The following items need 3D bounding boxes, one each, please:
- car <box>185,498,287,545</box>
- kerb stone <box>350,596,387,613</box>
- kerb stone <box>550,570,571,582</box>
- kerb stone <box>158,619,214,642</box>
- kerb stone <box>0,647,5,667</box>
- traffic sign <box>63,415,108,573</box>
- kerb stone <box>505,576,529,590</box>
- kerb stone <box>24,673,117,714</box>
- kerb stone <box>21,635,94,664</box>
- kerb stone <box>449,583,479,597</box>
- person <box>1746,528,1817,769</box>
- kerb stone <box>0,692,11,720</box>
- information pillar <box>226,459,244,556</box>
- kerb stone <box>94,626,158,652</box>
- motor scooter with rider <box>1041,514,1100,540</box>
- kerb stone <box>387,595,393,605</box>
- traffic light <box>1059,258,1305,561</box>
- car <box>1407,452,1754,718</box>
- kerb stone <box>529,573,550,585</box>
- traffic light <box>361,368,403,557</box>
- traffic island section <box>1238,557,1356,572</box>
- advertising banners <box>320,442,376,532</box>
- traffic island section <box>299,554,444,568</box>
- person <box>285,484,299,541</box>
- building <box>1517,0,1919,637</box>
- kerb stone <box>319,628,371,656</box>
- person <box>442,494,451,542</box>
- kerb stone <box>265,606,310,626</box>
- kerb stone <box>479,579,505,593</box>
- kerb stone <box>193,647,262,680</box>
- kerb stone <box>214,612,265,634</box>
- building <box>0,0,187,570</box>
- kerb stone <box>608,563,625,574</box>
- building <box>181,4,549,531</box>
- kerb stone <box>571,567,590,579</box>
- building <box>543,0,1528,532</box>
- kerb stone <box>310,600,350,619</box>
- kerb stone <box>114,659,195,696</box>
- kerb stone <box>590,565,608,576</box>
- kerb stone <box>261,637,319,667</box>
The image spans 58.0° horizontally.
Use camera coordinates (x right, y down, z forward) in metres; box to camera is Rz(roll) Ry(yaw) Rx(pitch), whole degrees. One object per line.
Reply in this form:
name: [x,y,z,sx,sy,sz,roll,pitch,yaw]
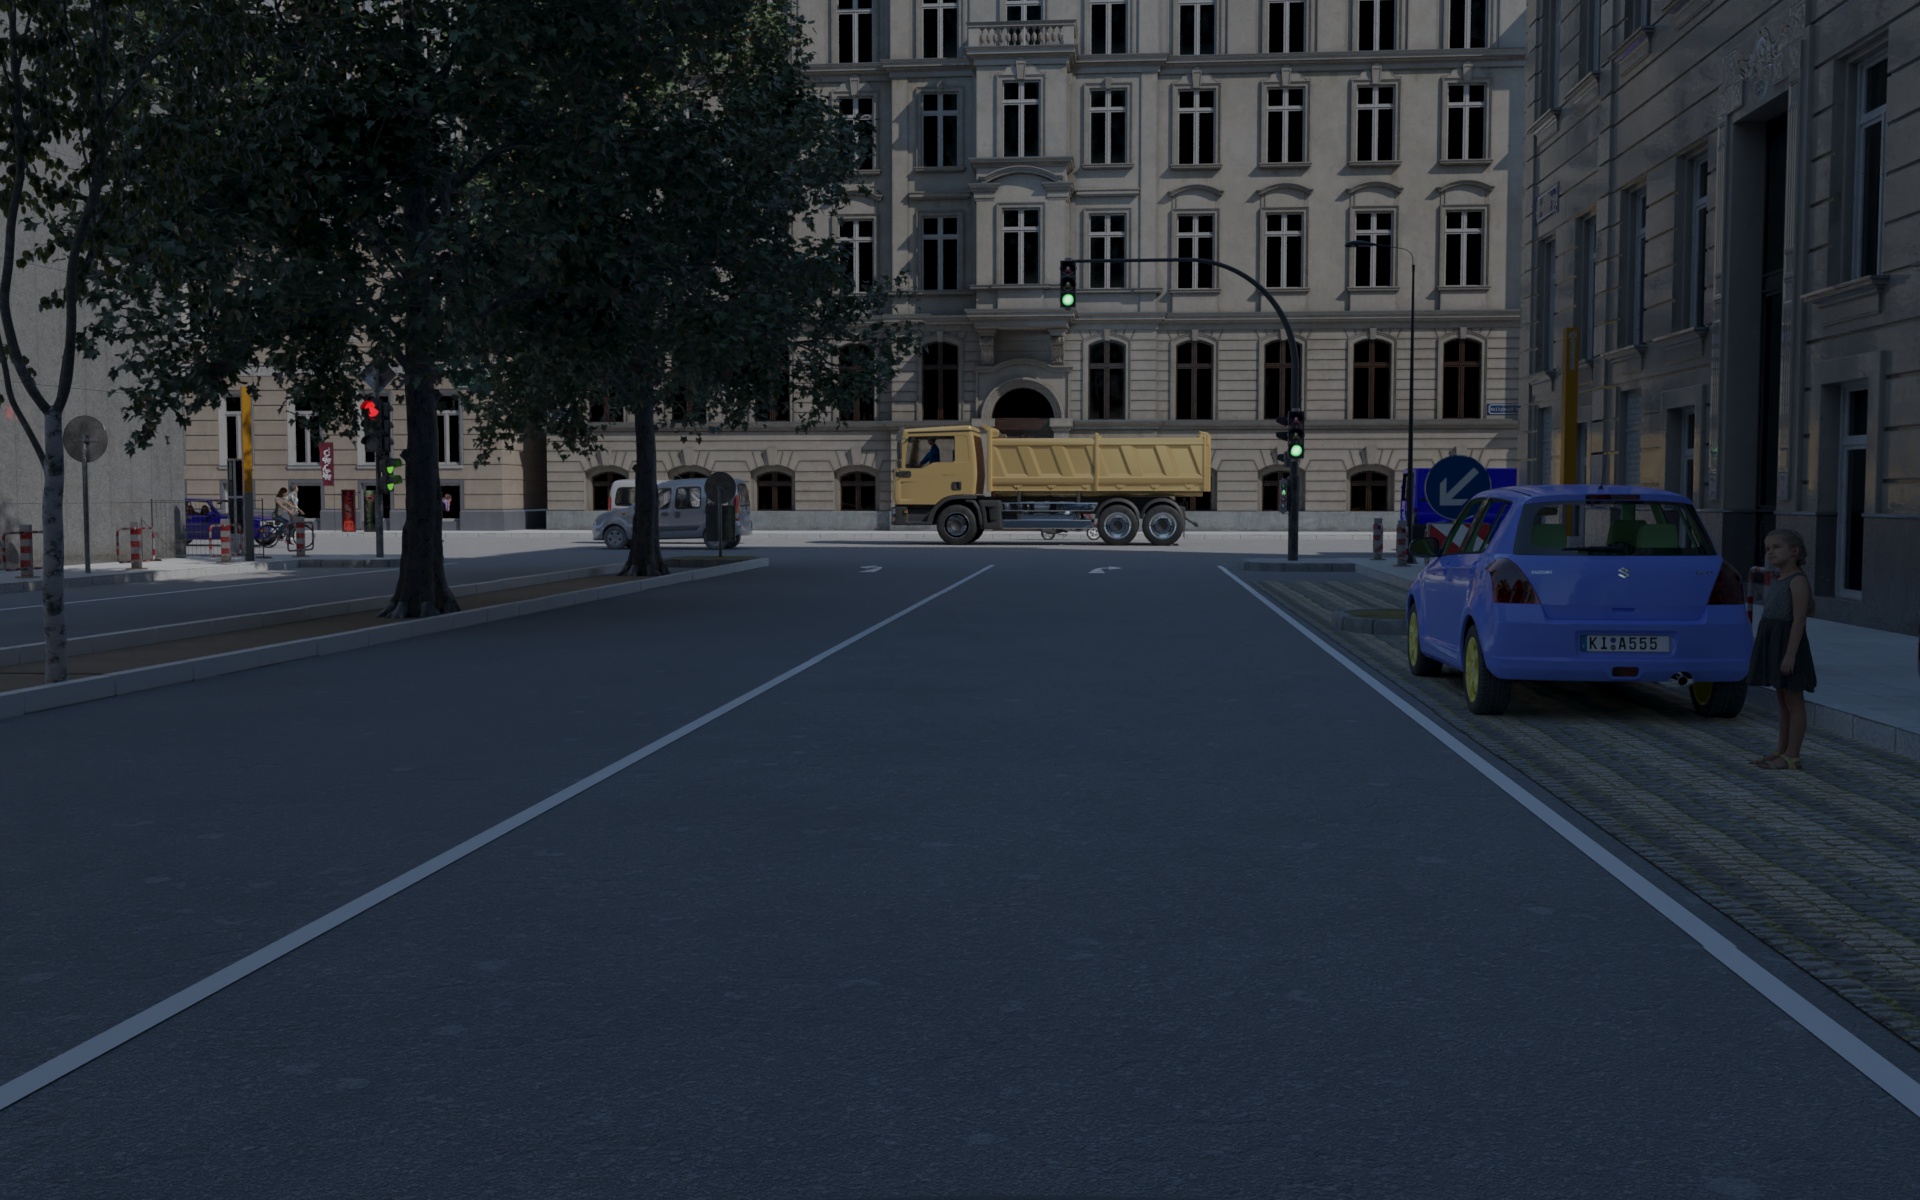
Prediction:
car: [-20.772,-2.167,48.017,3.894,1.354,1.945,0,4,7]
kerb stone: [-7.301,0.063,21.159,0.120,0.150,1.000,0,4,5]
kerb stone: [-6.625,-0.372,28.318,0.120,0.150,1.000,0,4,5]
kerb stone: [-7.698,0.313,17.073,0.120,0.150,1.000,0,4,5]
kerb stone: [-7.986,0.501,14.002,0.120,0.150,1.000,0,4,5]
traffic sign: [-14.148,-1.707,28.020,0.768,2.556,0.104,0,4,6]
kerb stone: [-6.815,-0.250,26.278,0.120,0.150,1.000,0,4,5]
kerb stone: [-6.092,0.640,11.763,0.120,0.150,1.000,0,4,5]
kerb stone: [-7.885,0.439,15.022,0.120,0.150,1.000,0,4,5]
kerb stone: [-7.013,-0.122,24.231,0.120,0.150,1.000,0,4,5]
person: [4.258,0.256,8.986,0.373,1.253,0.362,0,4,6]
kerb stone: [-6.180,0.701,10.742,0.120,0.150,1.000,0,4,5]
information pillar: [-15.029,-1.931,36.065,0.304,2.012,0.304,3,5,40]
kerb stone: [-7.787,0.376,16.042,0.120,0.150,1.000,0,4,5]
motor scooter with rider: [3.396,-2.740,53.770,1.986,1.779,0.876,0,4,4]
kerb stone: [-7.216,0.010,22.186,0.120,0.150,1.000,0,4,5]
traffic light: [4.301,-3.589,33.343,4.771,5.953,1.251,0,4,5]
car: [4.267,-0.172,12.408,1.945,1.707,3.694,0,4,6]
kerb stone: [-6.727,-0.309,27.299,0.120,0.150,1.000,0,4,5]
traffic light: [-11.739,-2.818,34.989,0.839,4.253,0.868,0,4,5]
traffic island section: [6.431,-0.680,33.397,2.009,0.180,2.903,0,4,5]
advertising banners: [-20.552,-3.796,58.251,2.074,3.025,0.090,0,4,5]
traffic island section: [-11.778,-0.786,35.127,2.009,0.180,2.903,0,4,5]
person: [-20.630,-2.708,53.503,0.376,1.734,0.841,0,4,-8]
building: [14.625,-13.531,18.498,12.463,27.353,25.104,0,4,5]
kerb stone: [-5.694,0.390,15.849,0.120,0.150,1.000,0,4,5]
person: [-15.448,-2.440,51.633,0.421,1.427,0.697,2,4,31]
kerb stone: [-7.499,0.193,19.119,0.120,0.150,1.000,0,4,5]
kerb stone: [-6.915,-0.181,25.251,0.120,0.150,1.000,0,4,5]
kerb stone: [-5.891,0.513,13.804,0.120,0.150,1.000,0,4,5]
kerb stone: [-7.595,0.251,18.099,0.120,0.150,1.000,0,4,5]
building: [-26.096,-12.918,29.224,19.932,24.808,12.078,0,4,5]
kerb stone: [-6.331,-0.563,31.406,0.120,0.150,1.000,0,4,5]
building: [-24.910,-17.155,66.381,20.117,28.700,13.634,0,4,5]
kerb stone: [-6.523,-0.437,29.344,0.120,0.150,1.000,0,4,5]
building: [2.673,-14.993,64.221,34.723,24.649,14.460,0,4,5]
kerb stone: [-7.401,0.126,20.139,0.120,0.150,1.000,0,4,5]
kerb stone: [-5.990,0.576,12.782,0.120,0.150,1.000,0,4,5]
kerb stone: [-6.424,-0.501,30.380,0.120,0.150,1.000,0,4,5]
kerb stone: [-5.801,0.451,14.829,0.120,0.150,1.000,0,4,5]
